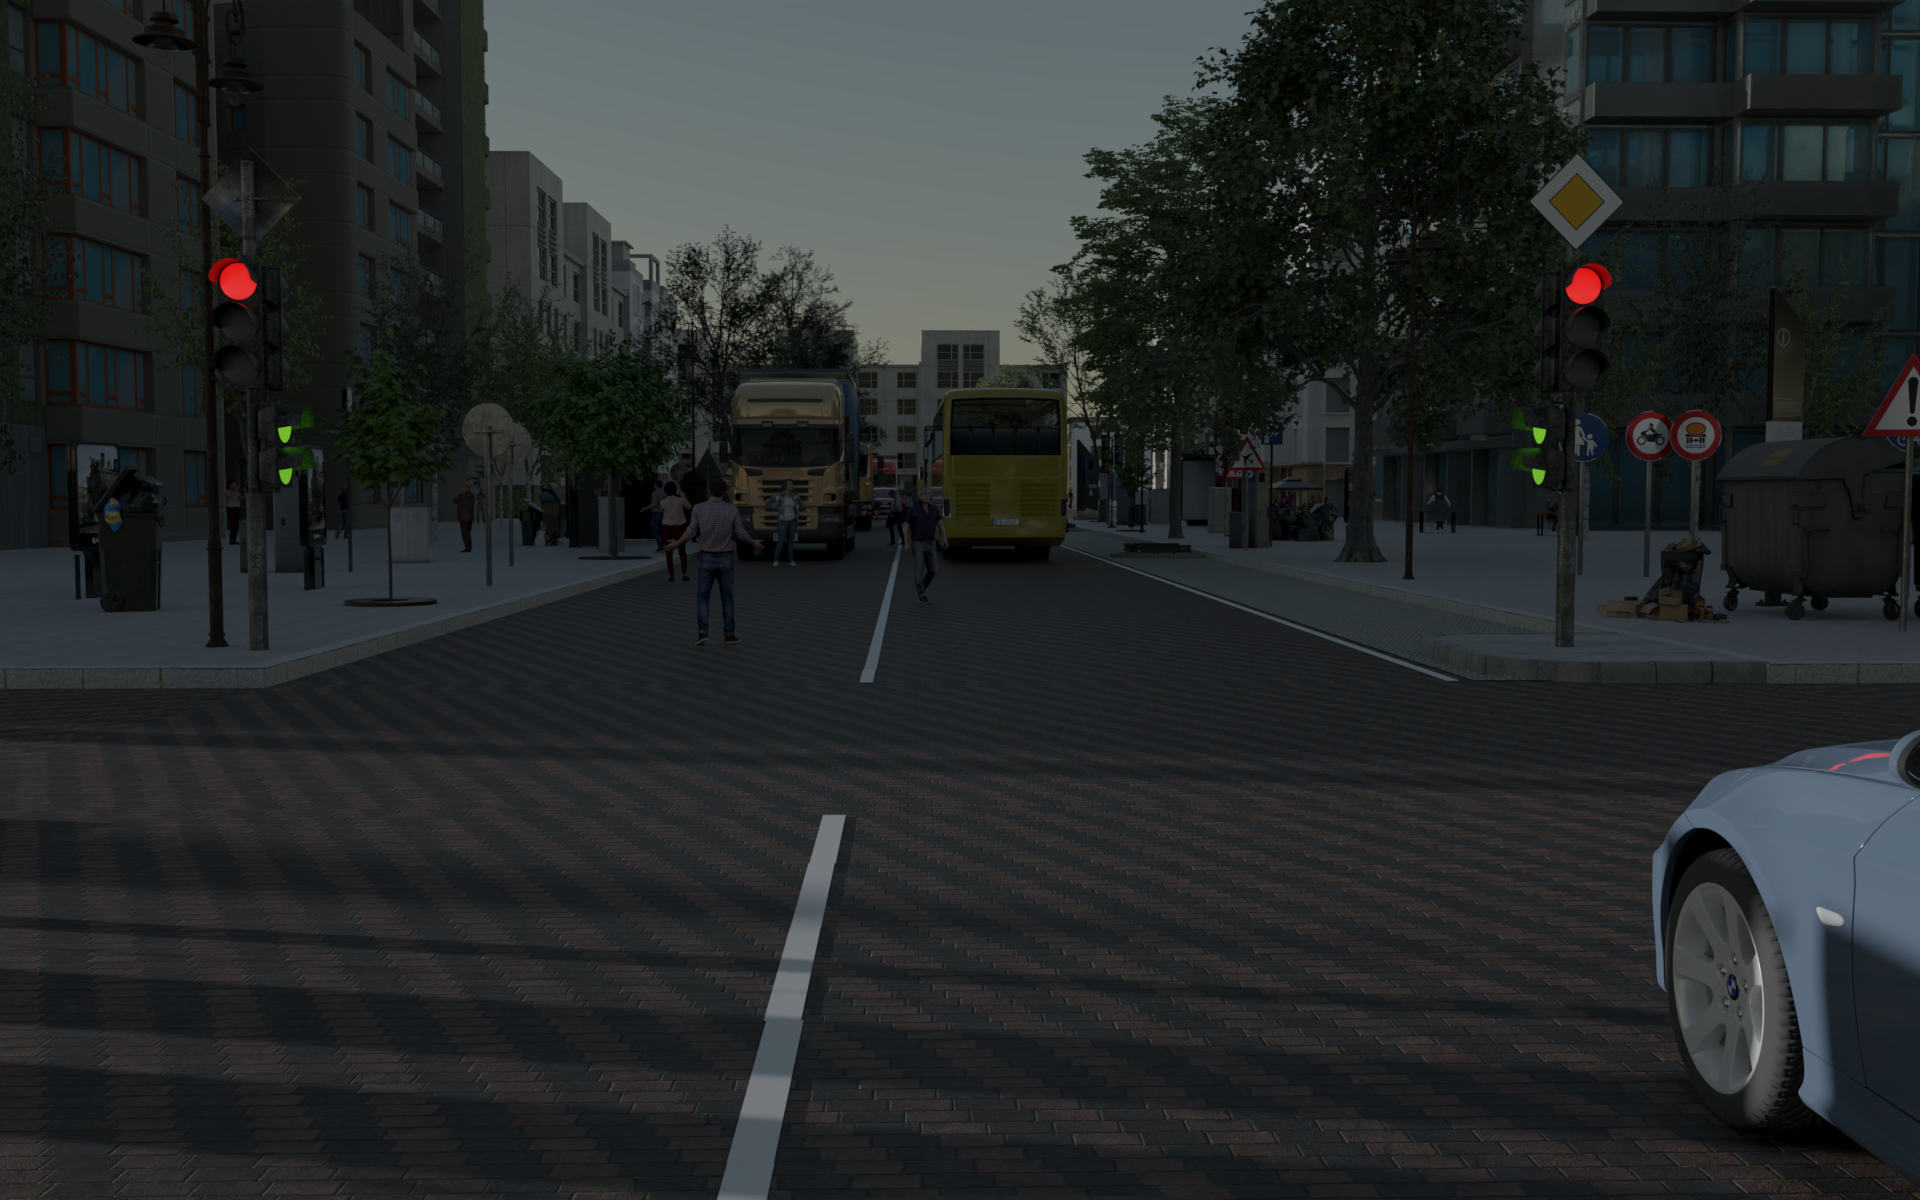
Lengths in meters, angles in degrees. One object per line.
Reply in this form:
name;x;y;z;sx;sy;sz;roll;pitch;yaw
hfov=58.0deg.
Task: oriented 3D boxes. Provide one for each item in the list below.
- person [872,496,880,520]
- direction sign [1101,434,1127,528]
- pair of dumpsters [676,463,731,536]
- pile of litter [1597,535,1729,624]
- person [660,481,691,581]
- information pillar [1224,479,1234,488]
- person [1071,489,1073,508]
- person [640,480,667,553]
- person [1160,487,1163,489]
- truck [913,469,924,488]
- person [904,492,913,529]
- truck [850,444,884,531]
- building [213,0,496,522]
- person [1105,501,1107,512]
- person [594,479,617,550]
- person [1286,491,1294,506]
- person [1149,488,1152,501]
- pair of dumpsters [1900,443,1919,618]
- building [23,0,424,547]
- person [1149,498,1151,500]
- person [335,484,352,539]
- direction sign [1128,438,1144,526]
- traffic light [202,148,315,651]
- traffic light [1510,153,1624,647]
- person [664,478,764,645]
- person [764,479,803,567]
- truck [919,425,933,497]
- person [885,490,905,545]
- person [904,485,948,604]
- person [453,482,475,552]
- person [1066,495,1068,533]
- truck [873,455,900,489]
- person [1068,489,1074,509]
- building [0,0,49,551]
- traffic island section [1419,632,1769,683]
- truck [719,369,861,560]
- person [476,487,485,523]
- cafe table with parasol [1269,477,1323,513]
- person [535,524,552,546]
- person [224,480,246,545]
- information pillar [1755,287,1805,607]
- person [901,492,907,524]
person;-4.780;-5.179;96.413;0.697;1.427;0.421;1;4;9
direction sign;5.771;-4.511;65.753;0.876;3.537;0.379;2;4;25
pair of dumpsters;-7.575;-3.041;52.207;1.574;2.255;4.437;0;4;-2
pile of litter;7.285;-0.245;17.964;1.176;0.858;1.719;0;4;6
person;-4.701;-1.136;28.531;0.517;1.644;0.566;3;4;36
information pillar;9.727;-3.563;62.754;0.304;2.012;0.304;0;4;-6
person;10.305;-9.289;158.743;0.721;1.723;1.217;0;4;6
person;-6.562;-1.810;37.598;0.435;1.587;0.963;1;4;17
person;13.311;-6.577;114.284;1.217;1.736;0.721;1;4;16
truck;-1.964;-8.462;134.284;3.469;3.379;9.791;0;4;-1
person;-2.079;-3.641;70.503;0.387;1.526;0.523;-2;4;-28
truck;-4.813;-4.522;69.860;3.469;3.379;9.791;0;4;-3
building;-29.689;-24.060;76.977;14.154;41.232;14.086;0;4;-2
person;7.918;-5.313;93.353;0.568;1.767;0.683;-2;4;-32
person;-8.195;-1.994;40.111;0.415;1.643;0.593;2;4;27
person;13.769;-3.902;73.075;0.726;1.435;0.776;-2;4;-27
person;14.105;-7.395;127.736;1.217;1.735;0.721;3;4;36
pair of dumpsters;10.508;-0.814;15.798;1.574;2.255;4.437;0;4;-1
building;-35.207;-12.841;54.982;27.650;21.520;28.899;0;4;-2
person;11.033;-5.509;99.340;0.991;1.433;0.599;-3;5;-42
person;-17.560;-2.509;49.277;0.471;1.553;0.569;-2;4;-24
direction sign;7.016;-4.745;69.576;0.876;3.537;0.379;3;4;39
traffic light;-5.752;-1.542;14.140;0.839;4.253;0.868;0;4;-2
traffic light;5.065;-1.561;14.451;0.839;4.253;0.868;0;4;-2
person;-2.321;-0.372;16.543;0.963;1.587;0.435;-1;4;-17
person;-3.439;-1.531;34.257;0.841;1.734;0.376;-2;4;-27
truck;-0.361;-5.341;76.246;2.839;4.237;11.283;0;4;-1
person;-1.807;-2.313;48.525;0.590;1.554;0.614;0;4;-6
person;-0.430;-0.735;22.730;0.569;1.553;0.471;0;4;6
person;-10.932;-1.828;38.203;0.388;1.546;0.482;2;4;31
person;3.728;-3.324;63.673;0.431;1.722;0.655;2;4;32
truck;-5.859;-8.496;127.824;2.839;4.237;11.283;0;4;-2
person;9.667;-8.815;150.999;0.721;1.723;1.217;2;4;29
building;-28.606;-21.376;33.100;14.154;41.232;14.086;0;4;-2
traffic island section;5.105;0.472;14.566;2.009;0.180;2.903;0;4;-2
truck;-3.779;-3.194;41.140;2.839;4.237;11.283;0;4;-1
person;-21.112;-4.178;76.411;0.516;1.574;0.319;-3;5;-40
cafe table with parasol;13.052;-3.872;68.181;2.610;1.966;2.610;-3;5;-42
person;-10.282;-1.601;42.698;0.381;0.543;0.357;1;4;20
person;-18.325;-2.222;43.834;0.517;1.644;0.566;-1;4;-21
information pillar;9.404;-1.740;19.798;0.504;3.616;0.183;-1;4;-23
person;-2.665;-4.480;84.213;0.523;1.526;0.387;-2;4;-26
